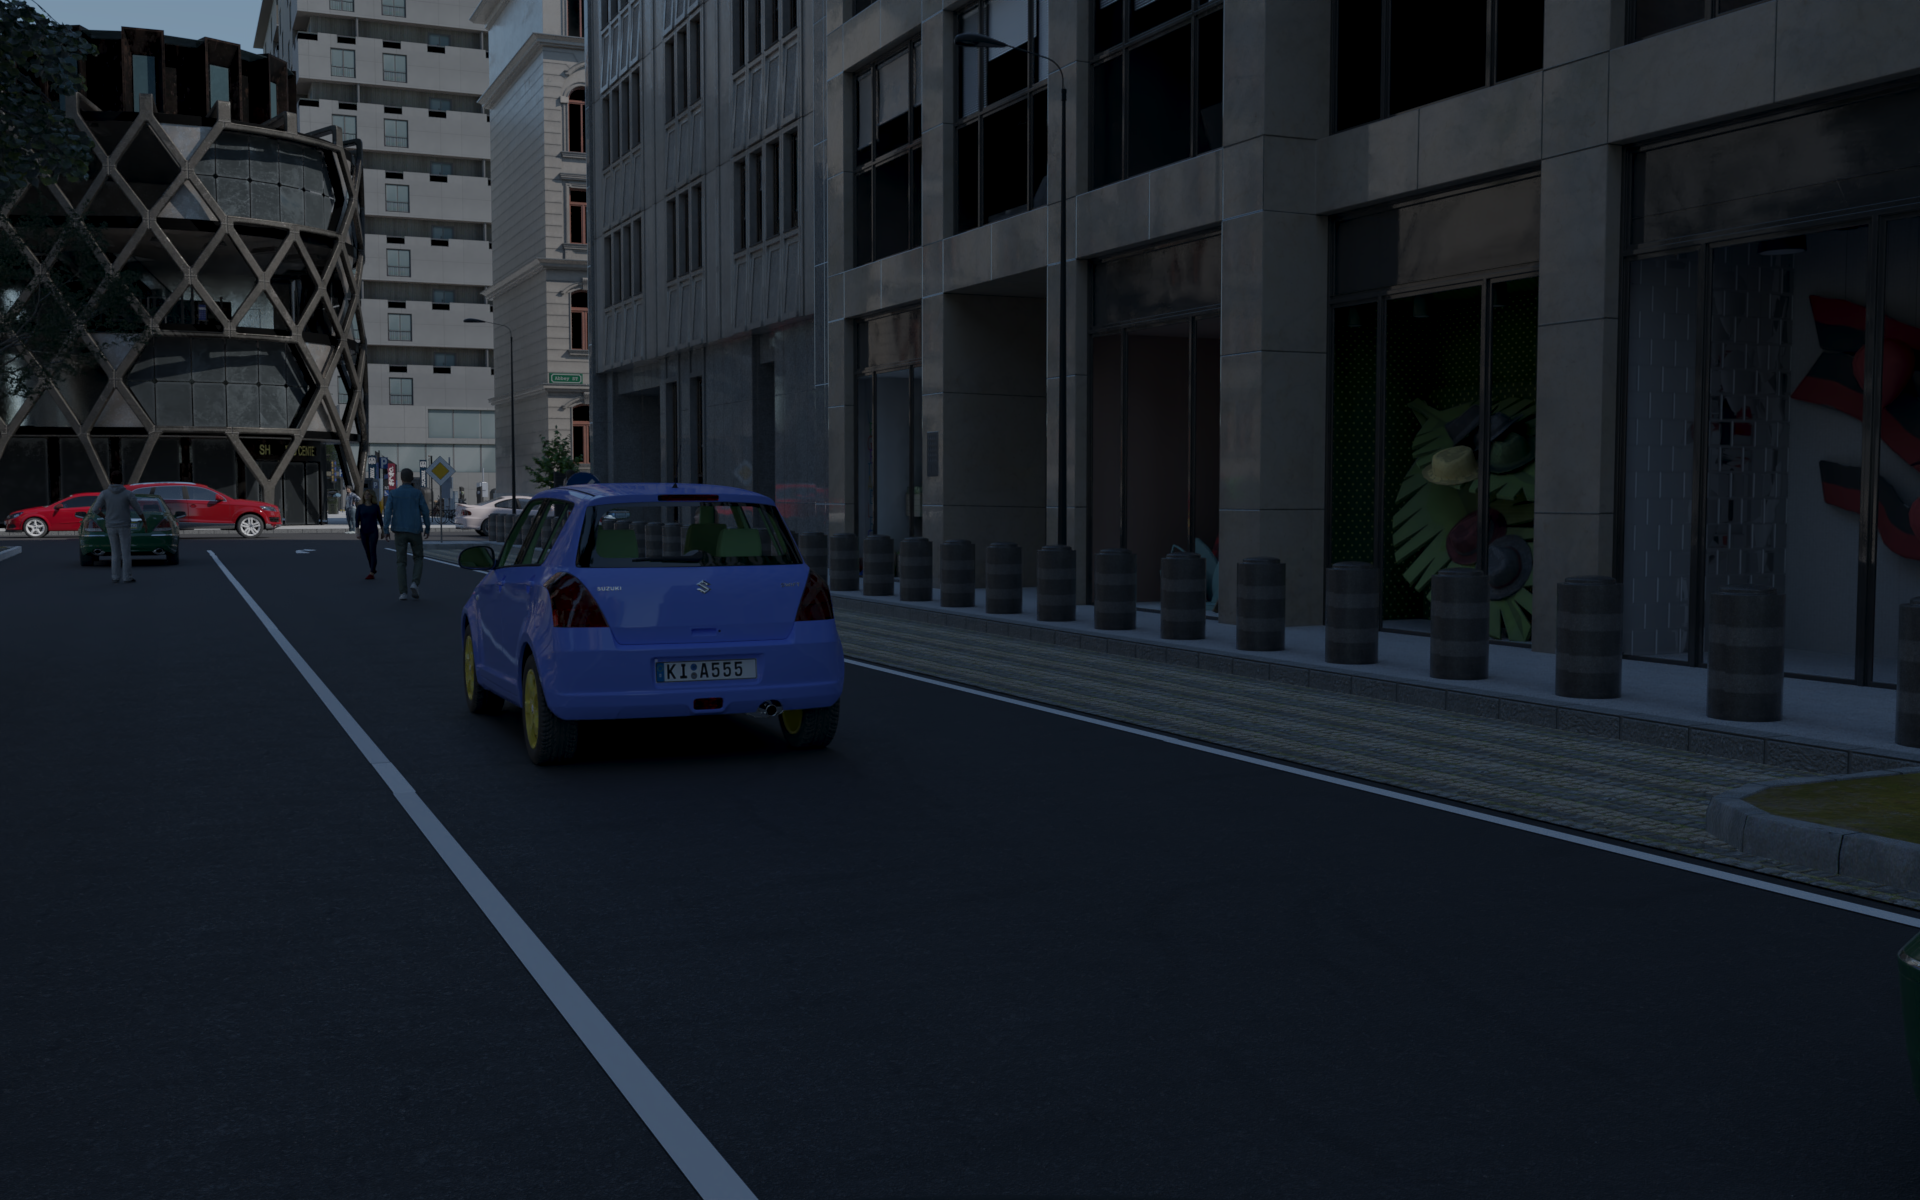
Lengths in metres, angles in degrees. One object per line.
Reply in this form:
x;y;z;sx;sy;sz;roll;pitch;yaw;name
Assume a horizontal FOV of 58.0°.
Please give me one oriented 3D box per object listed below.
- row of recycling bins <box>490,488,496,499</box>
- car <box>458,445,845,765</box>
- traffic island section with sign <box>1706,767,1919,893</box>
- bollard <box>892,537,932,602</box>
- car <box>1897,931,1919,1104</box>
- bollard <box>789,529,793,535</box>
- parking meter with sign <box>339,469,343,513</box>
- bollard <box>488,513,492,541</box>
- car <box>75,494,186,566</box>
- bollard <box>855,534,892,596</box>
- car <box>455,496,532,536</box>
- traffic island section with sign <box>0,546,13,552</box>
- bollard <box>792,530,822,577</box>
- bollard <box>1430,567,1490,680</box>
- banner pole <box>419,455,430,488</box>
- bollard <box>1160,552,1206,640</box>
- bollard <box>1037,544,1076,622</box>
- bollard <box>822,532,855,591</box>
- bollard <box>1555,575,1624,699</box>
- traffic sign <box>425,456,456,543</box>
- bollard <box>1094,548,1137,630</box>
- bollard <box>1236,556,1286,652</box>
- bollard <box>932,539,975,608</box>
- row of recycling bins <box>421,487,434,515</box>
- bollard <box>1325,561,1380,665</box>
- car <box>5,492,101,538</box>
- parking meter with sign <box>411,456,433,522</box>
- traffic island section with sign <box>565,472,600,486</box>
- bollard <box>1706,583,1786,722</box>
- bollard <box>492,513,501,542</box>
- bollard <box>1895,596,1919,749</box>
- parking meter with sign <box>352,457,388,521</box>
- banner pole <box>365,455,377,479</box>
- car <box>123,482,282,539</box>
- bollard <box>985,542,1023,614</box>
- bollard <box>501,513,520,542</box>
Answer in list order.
-31.305;-7.028;122.025;3.534;1.692;1.069;-1;4;-18;row of recycling bins
-2.032;-0.065;10.651;1.945;1.707;3.694;-2;4;-23;car
4.186;0.109;6.850;1.989;1.847;2.006;-2;4;-25;traffic island section with sign
-0.528;-0.375;20.840;0.404;0.777;0.398;0;3;0;bollard
3.486;0.614;1.757;2.131;1.459;4.920;-2;4;-25;car
-2.548;-0.643;25.227;0.404;0.777;0.398;0;3;0;bollard
-42.203;-7.597;120.466;0.543;3.016;1.738;3;5;42;parking meter with sign
-12.625;-1.983;47.140;0.404;0.777;0.398;0;3;0;bollard
-17.261;-1.484;36.056;2.131;1.459;4.920;-2;4;-24;car
-1.032;-0.441;21.932;0.404;0.777;0.398;0;3;0;bollard
-14.972;-2.906;59.876;4.827;1.381;2.083;-2;4;-25;car
-23.735;-2.030;41.333;2.006;1.907;1.989;-2;4;-25;traffic island section with sign
-2.042;-0.576;24.134;0.404;0.777;0.398;0;3;0;bollard
3.492;0.160;12.098;0.404;0.777;0.398;0;3;0;bollard
-34.251;-7.405;111.093;0.863;3.779;0.401;-2;4;-34;banner pole
1.983;-0.040;15.379;0.404;0.777;0.398;0;3;0;bollard
0.978;-0.174;17.563;0.404;0.777;0.398;0;3;0;bollard
-1.536;-0.508;23.029;0.404;0.777;0.398;0;3;0;bollard
3.996;0.227;11.001;0.404;0.777;0.398;0;3;0;bollard
-13.671;-2.566;45.597;0.795;2.450;0.064;-2;4;-25;traffic sign
1.478;-0.107;16.470;0.404;0.777;0.398;0;3;0;bollard
2.482;0.027;14.280;0.404;0.777;0.398;0;3;0;bollard
-0.026;-0.308;19.748;0.404;0.777;0.398;0;3;0;bollard
-32.781;-6.020;105.539;1.069;1.692;3.534;-2;4;-26;row of recycling bins
2.986;0.093;13.189;0.404;0.777;0.398;0;3;0;bollard
-29.216;-2.967;57.556;4.494;1.783;2.155;-2;4;-24;car
-24.728;-5.016;78.267;1.738;3.016;0.543;-1;4;-17;parking meter with sign
-7.074;-1.390;31.350;1.989;1.847;2.006;-2;4;-25;traffic island section with sign
4.495;0.294;9.907;0.404;0.777;0.398;0;3;0;bollard
-12.124;-1.916;46.047;0.404;0.777;0.398;0;3;0;bollard
4.998;0.361;8.815;0.404;0.777;0.398;0;3;0;bollard
-27.914;-5.243;81.990;1.738;3.016;0.543;2;4;25;parking meter with sign
-33.494;-6.620;98.255;0.863;3.779;0.401;-2;4;-29;banner pole
-24.719;-2.886;55.857;5.304;1.827;2.281;-2;4;-25;car
0.474;-0.241;18.654;0.404;0.777;0.398;0;3;0;bollard
-11.617;-1.850;44.957;0.404;0.777;0.398;0;3;0;bollard
